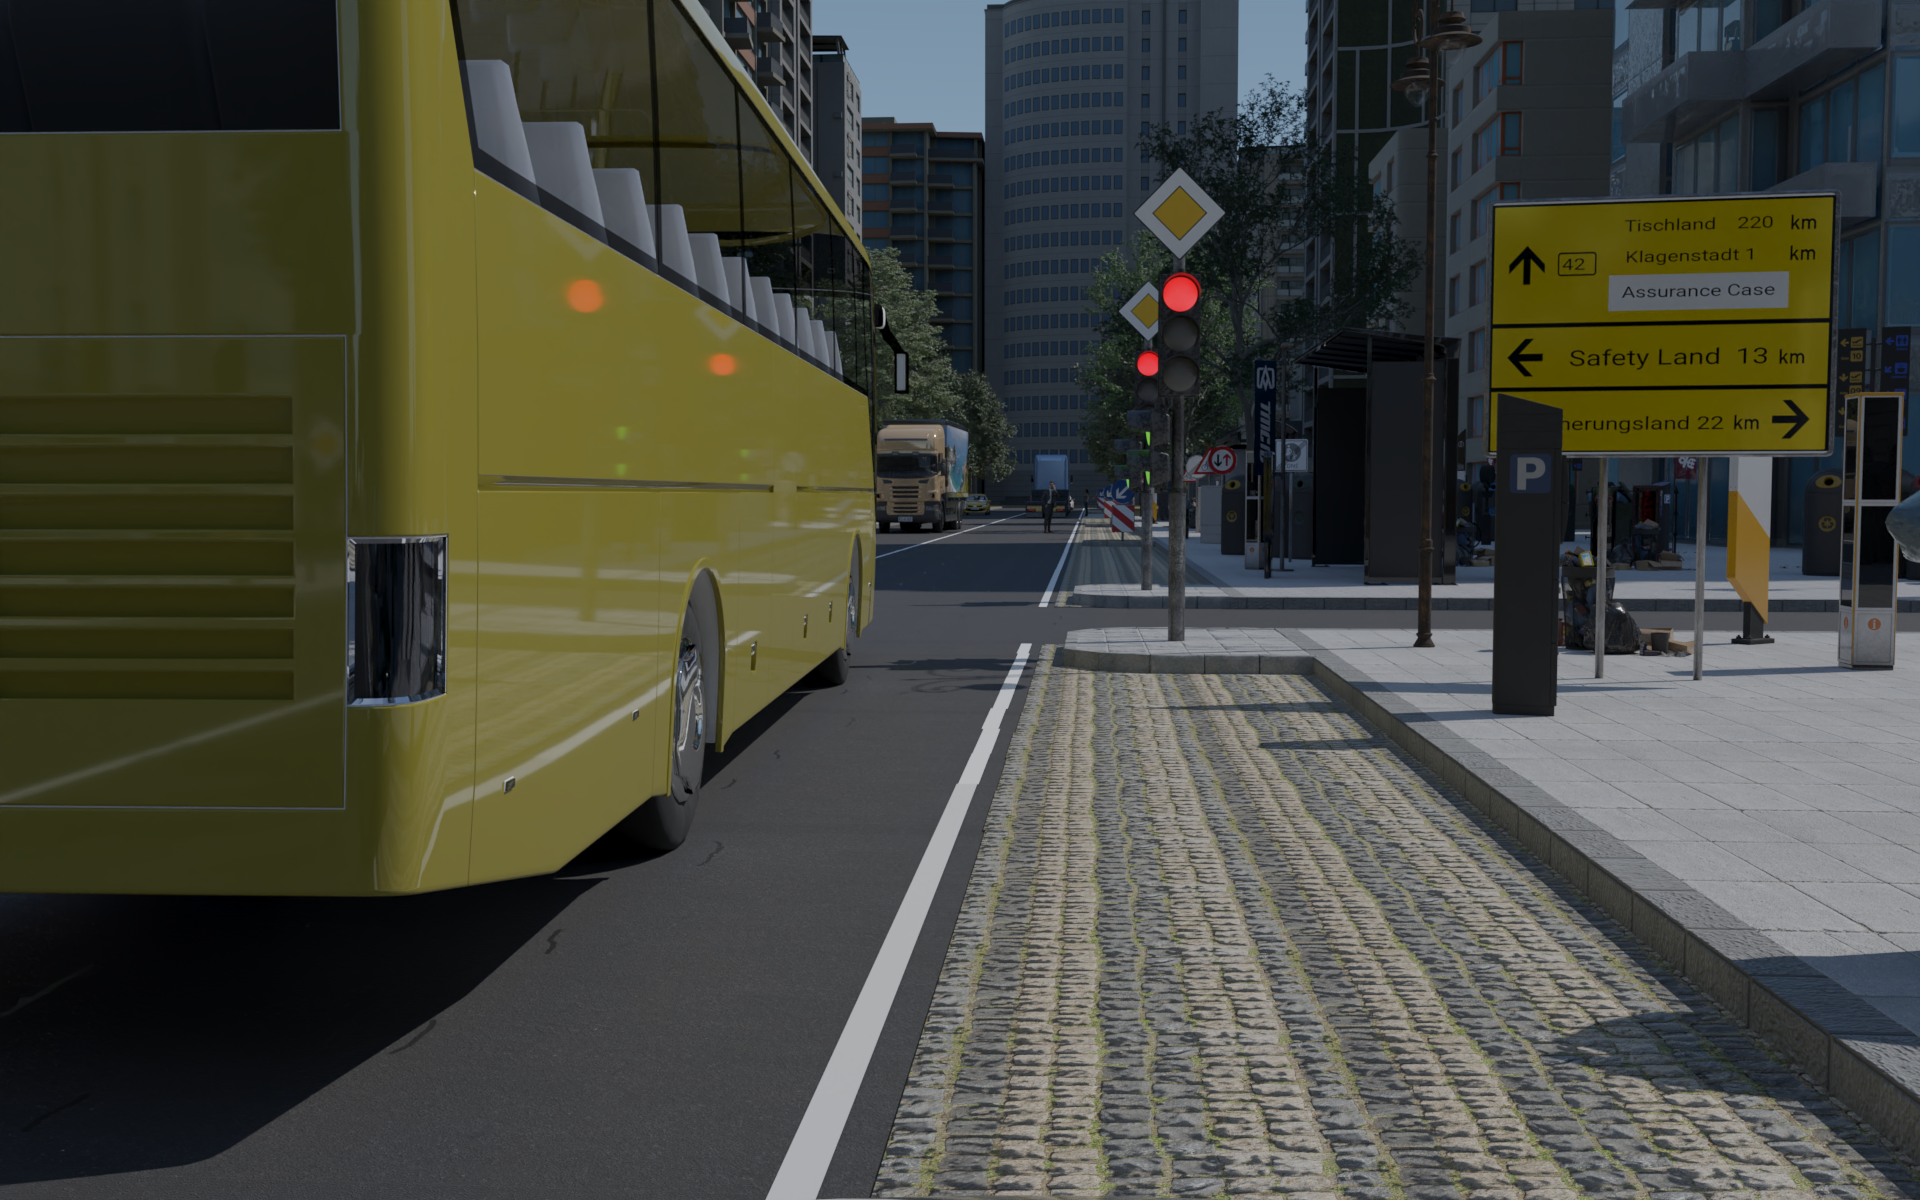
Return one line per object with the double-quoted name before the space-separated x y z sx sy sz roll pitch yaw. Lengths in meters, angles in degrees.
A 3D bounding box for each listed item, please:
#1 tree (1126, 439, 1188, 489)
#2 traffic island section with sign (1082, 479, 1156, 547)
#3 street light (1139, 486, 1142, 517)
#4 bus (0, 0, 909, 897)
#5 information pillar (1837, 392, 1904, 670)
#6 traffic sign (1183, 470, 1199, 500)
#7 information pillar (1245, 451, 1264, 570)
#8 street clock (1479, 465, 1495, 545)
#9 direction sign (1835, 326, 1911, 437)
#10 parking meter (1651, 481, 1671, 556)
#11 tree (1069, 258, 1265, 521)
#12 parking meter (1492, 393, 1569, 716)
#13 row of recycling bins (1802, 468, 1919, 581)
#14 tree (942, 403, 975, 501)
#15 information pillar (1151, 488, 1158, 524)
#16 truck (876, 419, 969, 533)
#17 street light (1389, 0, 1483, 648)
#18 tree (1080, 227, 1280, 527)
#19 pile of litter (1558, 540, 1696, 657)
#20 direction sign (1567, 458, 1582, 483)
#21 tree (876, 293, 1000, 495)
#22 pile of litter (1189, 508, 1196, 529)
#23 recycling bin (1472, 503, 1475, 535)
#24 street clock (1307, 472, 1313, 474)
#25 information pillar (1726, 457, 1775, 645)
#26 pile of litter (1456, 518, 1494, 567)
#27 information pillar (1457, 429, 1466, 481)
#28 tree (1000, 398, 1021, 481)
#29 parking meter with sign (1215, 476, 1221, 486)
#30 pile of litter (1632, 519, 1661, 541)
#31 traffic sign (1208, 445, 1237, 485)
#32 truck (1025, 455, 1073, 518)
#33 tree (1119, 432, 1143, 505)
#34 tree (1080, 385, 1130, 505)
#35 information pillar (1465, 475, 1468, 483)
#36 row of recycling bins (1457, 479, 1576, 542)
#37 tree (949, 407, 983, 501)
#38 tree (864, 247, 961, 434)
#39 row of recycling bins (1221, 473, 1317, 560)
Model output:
"tree" 13.741 -10.926 128.999 4.737 8.622 4.395 0 3 0
"traffic island section with sign" 4.360 -2.386 47.637 1.989 1.847 2.006 0 4 4
"street light" 10.165 -7.609 97.197 0.468 5.910 1.993 0 4 4
"bus" -2.164 -1.117 9.810 2.896 3.916 12.252 0 4 2
"information pillar" 6.665 -0.501 12.688 0.304 2.012 0.304 1 4 8
"traffic sign" 10.193 -4.723 77.219 0.884 2.594 0.081 0 4 7
"information pillar" 5.052 -1.526 29.435 0.304 2.012 0.304 3 5 44
"street clock" 13.253 -2.385 43.572 0.358 2.002 0.471 3 5 40
"direction sign" 12.415 -1.934 23.622 0.876 3.537 0.379 2 4 28
"parking meter" 13.551 -1.538 33.554 0.372 1.533 0.369 0 3 0
"tree" 9.843 -10.163 83.177 9.611 12.733 9.660 0 3 0
"parking meter" 3.323 -0.268 10.090 0.399 1.863 0.255 1 4 16
"row of recycling bins" 14.354 -1.163 26.130 1.069 1.692 3.534 -2 4 -25
"tree" -0.565 -11.220 133.813 4.360 8.622 3.978 0 3 0
"information pillar" 8.293 -5.071 74.258 0.183 3.616 0.504 -2 4 -24
"truck" -1.447 -4.784 67.127 2.839 4.237 11.283 0 4 6
"street light" 3.897 -2.543 14.363 0.468 5.910 1.993 0 4 4
"tree" 8.381 -8.607 66.481 9.928 11.665 9.643 0 3 0
"pile of litter" 5.403 -0.029 14.432 1.176 0.858 1.719 0 4 -4
"direction sign" 20.526 -4.057 58.322 0.876 3.537 0.379 -1 4 -8
"tree" -3.685 -11.037 97.461 9.611 12.733 9.660 0 3 0
"pile of litter" 8.850 -3.092 64.527 1.176 0.858 1.719 0 4 -2
"recycling bin" 14.118 -2.243 49.223 0.722 1.027 0.722 -1 4 -17
"street clock" 11.457 -3.167 56.353 0.471 2.002 0.358 1 4 16
"information pillar" 6.738 -1.429 14.719 0.504 3.616 0.183 -2 4 -32
"pile of litter" 9.334 -1.055 31.222 1.719 0.858 1.176 -3 5 -44
"information pillar" 17.945 -4.339 62.290 0.504 3.616 0.183 3 5 39
"tree" 0.895 -14.693 157.240 9.611 12.733 9.660 0 3 0
"parking meter with sign" 11.471 -4.833 75.282 1.738 3.016 0.543 -1 4 -15
"pile of litter" 11.721 -0.939 29.322 1.719 0.858 1.176 1 4 21
"traffic sign" 6.894 -2.778 45.532 0.768 2.556 0.104 1 4 12
"truck" 5.812 -7.523 112.758 2.967 4.110 18.799 0 4 4
"tree" 15.638 -12.645 157.100 4.360 8.622 3.978 0 3 0
"tree" 13.934 -13.879 145.051 7.486 12.596 7.792 0 3 0
"information pillar" 18.998 -3.730 65.484 0.304 2.012 0.304 2 4 35
"row of recycling bins" 14.863 -2.446 47.098 3.534 1.692 1.069 1 4 8
"tree" -0.295 -11.987 146.351 4.737 8.622 4.395 0 3 0
"tree" -3.857 -9.863 79.392 7.486 12.596 7.792 0 3 0
"row of recycling bins" 6.478 -1.732 35.433 1.069 1.692 3.534 -1 4 -21
